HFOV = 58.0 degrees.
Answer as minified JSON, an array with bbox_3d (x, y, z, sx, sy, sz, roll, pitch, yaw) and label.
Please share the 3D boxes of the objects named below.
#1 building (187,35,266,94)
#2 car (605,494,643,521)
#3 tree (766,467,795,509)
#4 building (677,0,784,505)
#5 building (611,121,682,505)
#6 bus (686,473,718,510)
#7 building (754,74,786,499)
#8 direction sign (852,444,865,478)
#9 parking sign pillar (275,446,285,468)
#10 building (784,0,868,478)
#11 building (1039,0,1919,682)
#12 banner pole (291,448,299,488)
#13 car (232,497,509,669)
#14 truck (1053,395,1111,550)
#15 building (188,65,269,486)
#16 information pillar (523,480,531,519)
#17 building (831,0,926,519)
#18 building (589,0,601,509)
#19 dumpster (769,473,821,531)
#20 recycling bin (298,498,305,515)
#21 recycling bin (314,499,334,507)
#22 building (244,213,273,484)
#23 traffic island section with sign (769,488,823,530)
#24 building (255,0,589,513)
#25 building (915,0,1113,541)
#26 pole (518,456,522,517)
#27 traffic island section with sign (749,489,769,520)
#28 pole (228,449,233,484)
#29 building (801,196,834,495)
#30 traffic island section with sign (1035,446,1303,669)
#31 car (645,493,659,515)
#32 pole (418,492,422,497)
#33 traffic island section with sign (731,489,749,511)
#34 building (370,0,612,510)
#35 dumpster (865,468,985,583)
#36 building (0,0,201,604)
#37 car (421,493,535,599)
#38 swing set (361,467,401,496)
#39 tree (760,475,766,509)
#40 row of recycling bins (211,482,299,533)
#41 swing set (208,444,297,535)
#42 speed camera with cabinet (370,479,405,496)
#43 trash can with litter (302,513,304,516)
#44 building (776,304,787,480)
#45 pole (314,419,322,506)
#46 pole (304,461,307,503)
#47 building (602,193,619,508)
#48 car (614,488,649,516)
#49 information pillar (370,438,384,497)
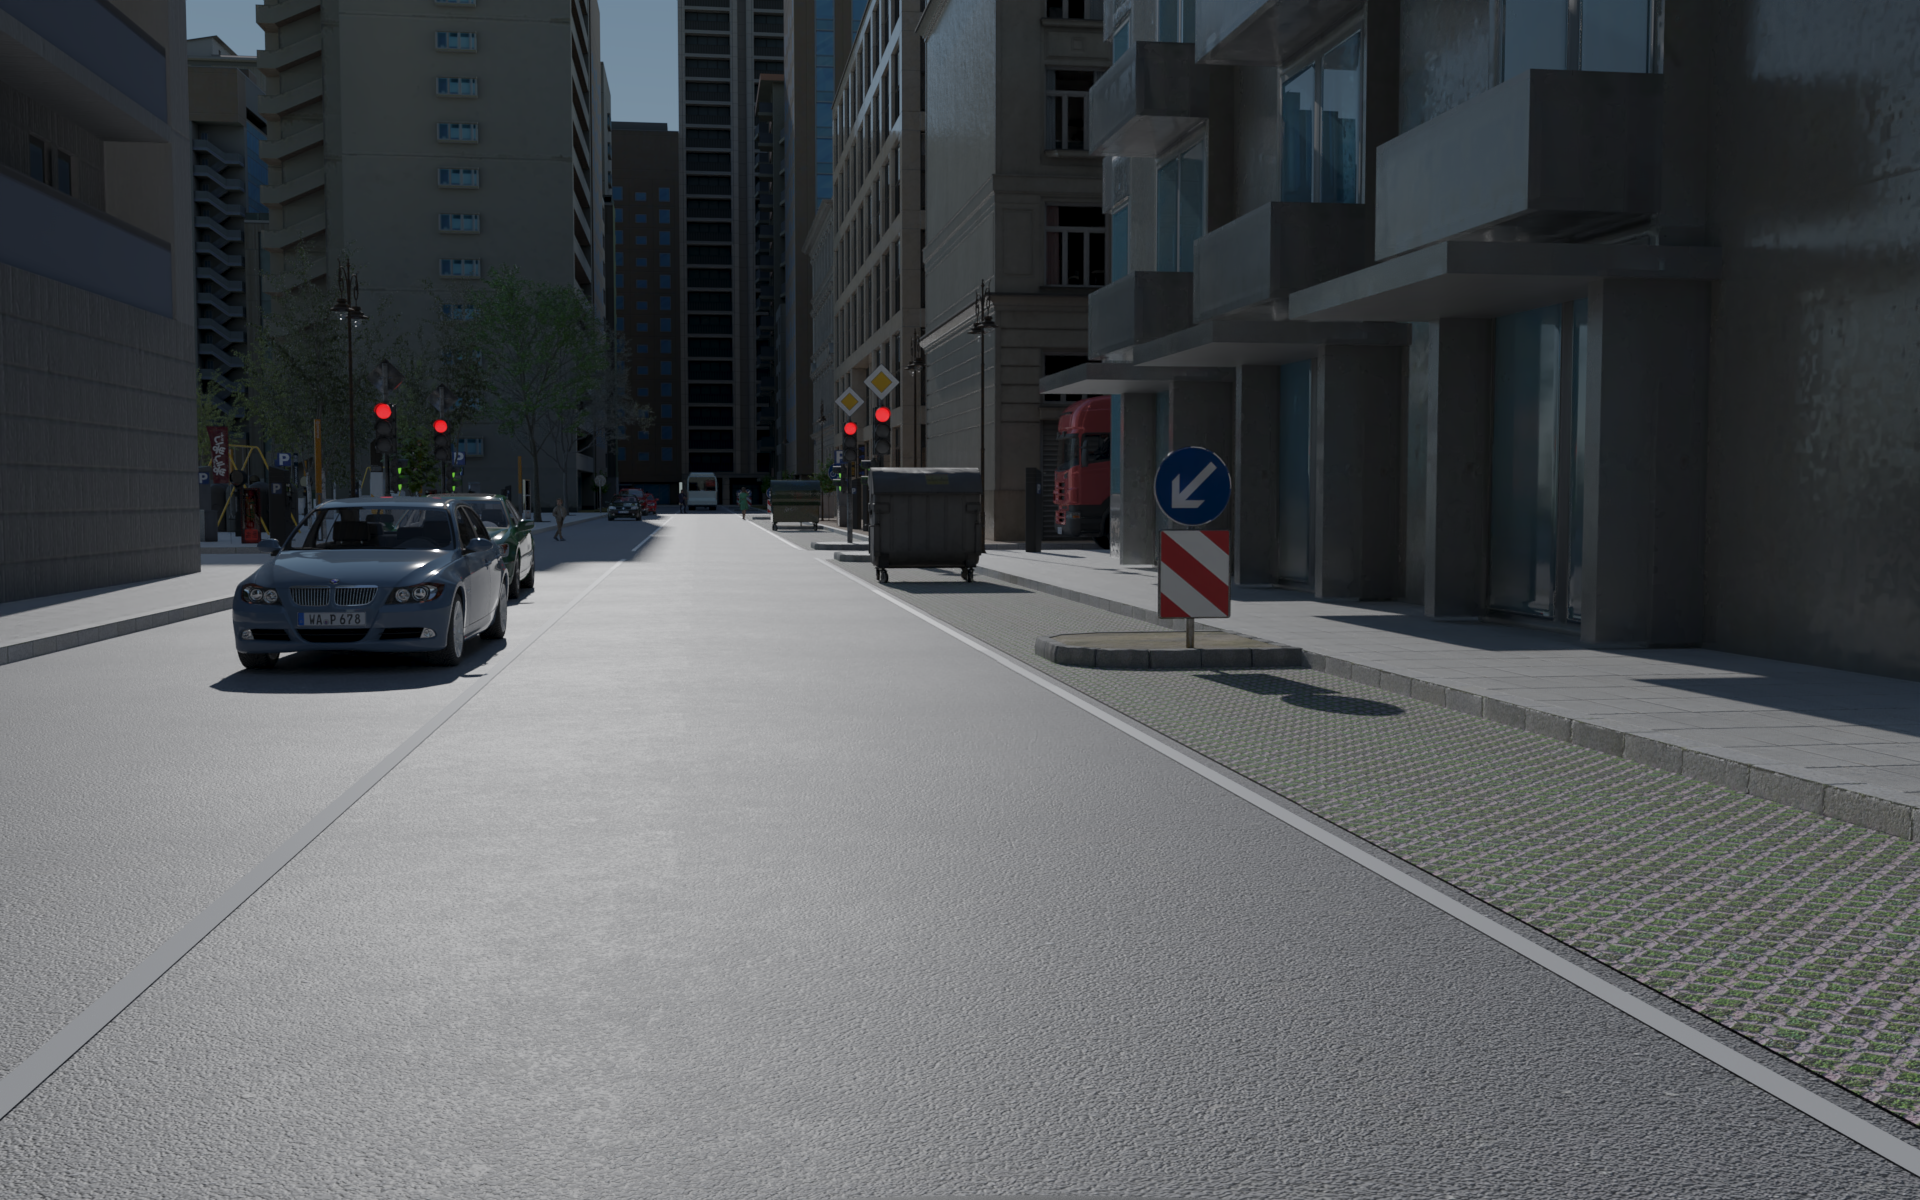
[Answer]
[{"bbox_3d":[-77.279,-37.939,209.533,27.495,52.752,28.713,-1,4,-9],"label":"building"},{"bbox_3d":[-18.158,-5.139,93.804,2.009,1.686,4.222,-1,4,-9],"label":"car"},{"bbox_3d":[-12.289,-7.797,122.076,1.663,3.219,1.824,0,3,0],"label":"tree"},{"bbox_3d":[-23.862,-47.337,212.219,20.611,71.187,20.563,-1,4,-9],"label":"building"},{"bbox_3d":[-40.681,-34.111,207.820,14.200,45.320,14.600,-1,4,-9],"label":"building"},{"bbox_3d":[-23.168,-9.839,155.721,2.948,3.499,13.247,-1,4,-8],"label":"bus"},{"bbox_3d":[-10.123,-32.202,181.119,22.147,44.769,28.867,-1,4,-9],"label":"building"},{"bbox_3d":[-4.704,-5.315,78.894,0.876,3.537,0.379,-3,4,-36],"label":"direction sign"},{"bbox_3d":[-38.169,-6.650,97.198,1.447,3.967,1.447,-1,4,-12],"label":"parking sign pillar"},{"bbox_3d":[-5.939,-29.402,130.825,14.600,45.320,14.200,-1,4,-9],"label":"building"},{"bbox_3d":[14.364,-24.635,22.392,23.786,49.044,30.456,-1,4,-9],"label":"building"},{"bbox_3d":[-35.644,-6.286,92.786,0.401,3.779,0.863,1,4,9],"label":"banner pole"},{"bbox_3d":[-5.220,-0.233,15.810,2.014,1.417,4.499,0,4,-7],"label":"car"},{"bbox_3d":[7.385,-3.328,43.332,11.283,4.237,2.839,0,4,-7],"label":"truck"},{"bbox_3d":[-79.444,-32.304,178.277,14.200,45.320,14.600,-1,4,-9],"label":"building"},{"bbox_3d":[-22.119,-5.136,88.462,0.304,2.012,0.304,-2,4,-33],"label":"information pillar"},{"bbox_3d":[4.760,-17.089,83.918,19.350,26.468,34.151,-1,4,-9],"label":"building"},{"bbox_3d":[-37.272,-30.254,144.768,14.600,45.320,14.200,-1,4,-9],"label":"building"},{"bbox_3d":[-6.440,-3.828,67.536,1.985,2.255,1.502,-1,4,-10],"label":"dumpster"},{"bbox_3d":[-40.558,-5.733,106.284,0.722,1.027,0.722,-1,4,-14],"label":"recycling bin"},{"bbox_3d":[-32.340,-4.617,88.039,0.722,1.027,0.722,3,4,37],"label":"recycling bin"},{"bbox_3d":[-65.268,-24.997,180.407,14.107,30.474,14.160,-1,4,-9],"label":"building"},{"bbox_3d":[-6.582,-3.761,70.123,1.989,1.847,2.006,-1,4,-9],"label":"traffic island section with sign"},{"bbox_3d":[-38.391,-30.737,126.248,21.300,48.544,21.600,-1,4,-9],"label":"building"},{"bbox_3d":[13.917,-13.596,55.573,30.059,22.955,16.112,-1,4,-9],"label":"building"},{"bbox_3d":[-23.716,-6.089,93.403,0.158,3.312,0.155,0,3,0],"label":"pole"},{"bbox_3d":[-10.602,-5.391,96.778,1.989,1.847,2.006,-1,4,-9],"label":"traffic island section with sign"},{"bbox_3d":[-33.135,-5.194,78.763,0.158,3.312,0.155,0,3,0],"label":"pole"},{"bbox_3d":[-3.696,-16.790,110.675,11.583,22.565,21.152,-1,4,-9],"label":"building"},{"bbox_3d":[1.712,-0.395,15.094,1.989,1.847,2.006,-1,4,-9],"label":"traffic island section with sign"},{"bbox_3d":[-22.258,-6.888,121.664,2.155,1.783,4.494,-1,4,-10],"label":"car"},{"bbox_3d":[-20.585,-4.415,66.022,0.158,3.312,0.155,0,3,0],"label":"pole"},{"bbox_3d":[-18.046,-8.408,146.105,1.989,1.847,2.006,-1,4,-9],"label":"traffic island section with sign"},{"bbox_3d":[-47.143,-33.987,179.392,21.600,48.544,21.300,-1,4,-9],"label":"building"},{"bbox_3d":[-0.588,-1.227,28.272,1.865,1.857,1.264,0,4,-8],"label":"dumpster"},{"bbox_3d":[-25.639,-29.244,20.147,28.212,58.520,21.231,-1,4,-9],"label":"building"},{"bbox_3d":[-7.186,-0.807,24.994,2.131,1.459,4.920,-1,4,-10],"label":"car"},{"bbox_3d":[-32.818,-6.214,99.215,3.119,2.851,2.862,1,4,22],"label":"swing set"},{"bbox_3d":[-16.597,-9.503,149.972,1.663,3.219,1.824,0,3,0],"label":"tree"},{"bbox_3d":[-23.821,-3.131,58.302,3.534,1.692,1.069,1,4,19],"label":"row of recycling bins"},{"bbox_3d":[-23.035,-3.527,55.282,2.862,2.851,3.119,0,4,-2],"label":"swing set"},{"bbox_3d":[-33.707,-6.586,102.011,2.038,3.252,0.660,1,4,17],"label":"speed camera with cabinet"},{"bbox_3d":[-38.655,-5.666,103.693,2.233,1.210,1.678,-1,4,-11],"label":"trash can with litter"},{"bbox_3d":[-1.790,-18.892,153.926,27.650,21.520,28.899,-1,4,-9],"label":"building"},{"bbox_3d":[-17.509,-3.268,47.278,0.158,3.312,0.155,0,3,0],"label":"pole"},{"bbox_3d":[-39.954,-6.844,105.744,0.158,3.312,0.155,0,3,0],"label":"pole"},{"bbox_3d":[-39.054,-23.718,159.488,14.160,30.474,14.107,-1,4,-9],"label":"building"},{"bbox_3d":[-21.772,-6.498,114.915,2.281,1.827,5.304,-1,4,-8],"label":"car"},{"bbox_3d":[-22.219,-4.568,66.042,0.504,3.616,0.183,1,4,9],"label":"information pillar"}]
